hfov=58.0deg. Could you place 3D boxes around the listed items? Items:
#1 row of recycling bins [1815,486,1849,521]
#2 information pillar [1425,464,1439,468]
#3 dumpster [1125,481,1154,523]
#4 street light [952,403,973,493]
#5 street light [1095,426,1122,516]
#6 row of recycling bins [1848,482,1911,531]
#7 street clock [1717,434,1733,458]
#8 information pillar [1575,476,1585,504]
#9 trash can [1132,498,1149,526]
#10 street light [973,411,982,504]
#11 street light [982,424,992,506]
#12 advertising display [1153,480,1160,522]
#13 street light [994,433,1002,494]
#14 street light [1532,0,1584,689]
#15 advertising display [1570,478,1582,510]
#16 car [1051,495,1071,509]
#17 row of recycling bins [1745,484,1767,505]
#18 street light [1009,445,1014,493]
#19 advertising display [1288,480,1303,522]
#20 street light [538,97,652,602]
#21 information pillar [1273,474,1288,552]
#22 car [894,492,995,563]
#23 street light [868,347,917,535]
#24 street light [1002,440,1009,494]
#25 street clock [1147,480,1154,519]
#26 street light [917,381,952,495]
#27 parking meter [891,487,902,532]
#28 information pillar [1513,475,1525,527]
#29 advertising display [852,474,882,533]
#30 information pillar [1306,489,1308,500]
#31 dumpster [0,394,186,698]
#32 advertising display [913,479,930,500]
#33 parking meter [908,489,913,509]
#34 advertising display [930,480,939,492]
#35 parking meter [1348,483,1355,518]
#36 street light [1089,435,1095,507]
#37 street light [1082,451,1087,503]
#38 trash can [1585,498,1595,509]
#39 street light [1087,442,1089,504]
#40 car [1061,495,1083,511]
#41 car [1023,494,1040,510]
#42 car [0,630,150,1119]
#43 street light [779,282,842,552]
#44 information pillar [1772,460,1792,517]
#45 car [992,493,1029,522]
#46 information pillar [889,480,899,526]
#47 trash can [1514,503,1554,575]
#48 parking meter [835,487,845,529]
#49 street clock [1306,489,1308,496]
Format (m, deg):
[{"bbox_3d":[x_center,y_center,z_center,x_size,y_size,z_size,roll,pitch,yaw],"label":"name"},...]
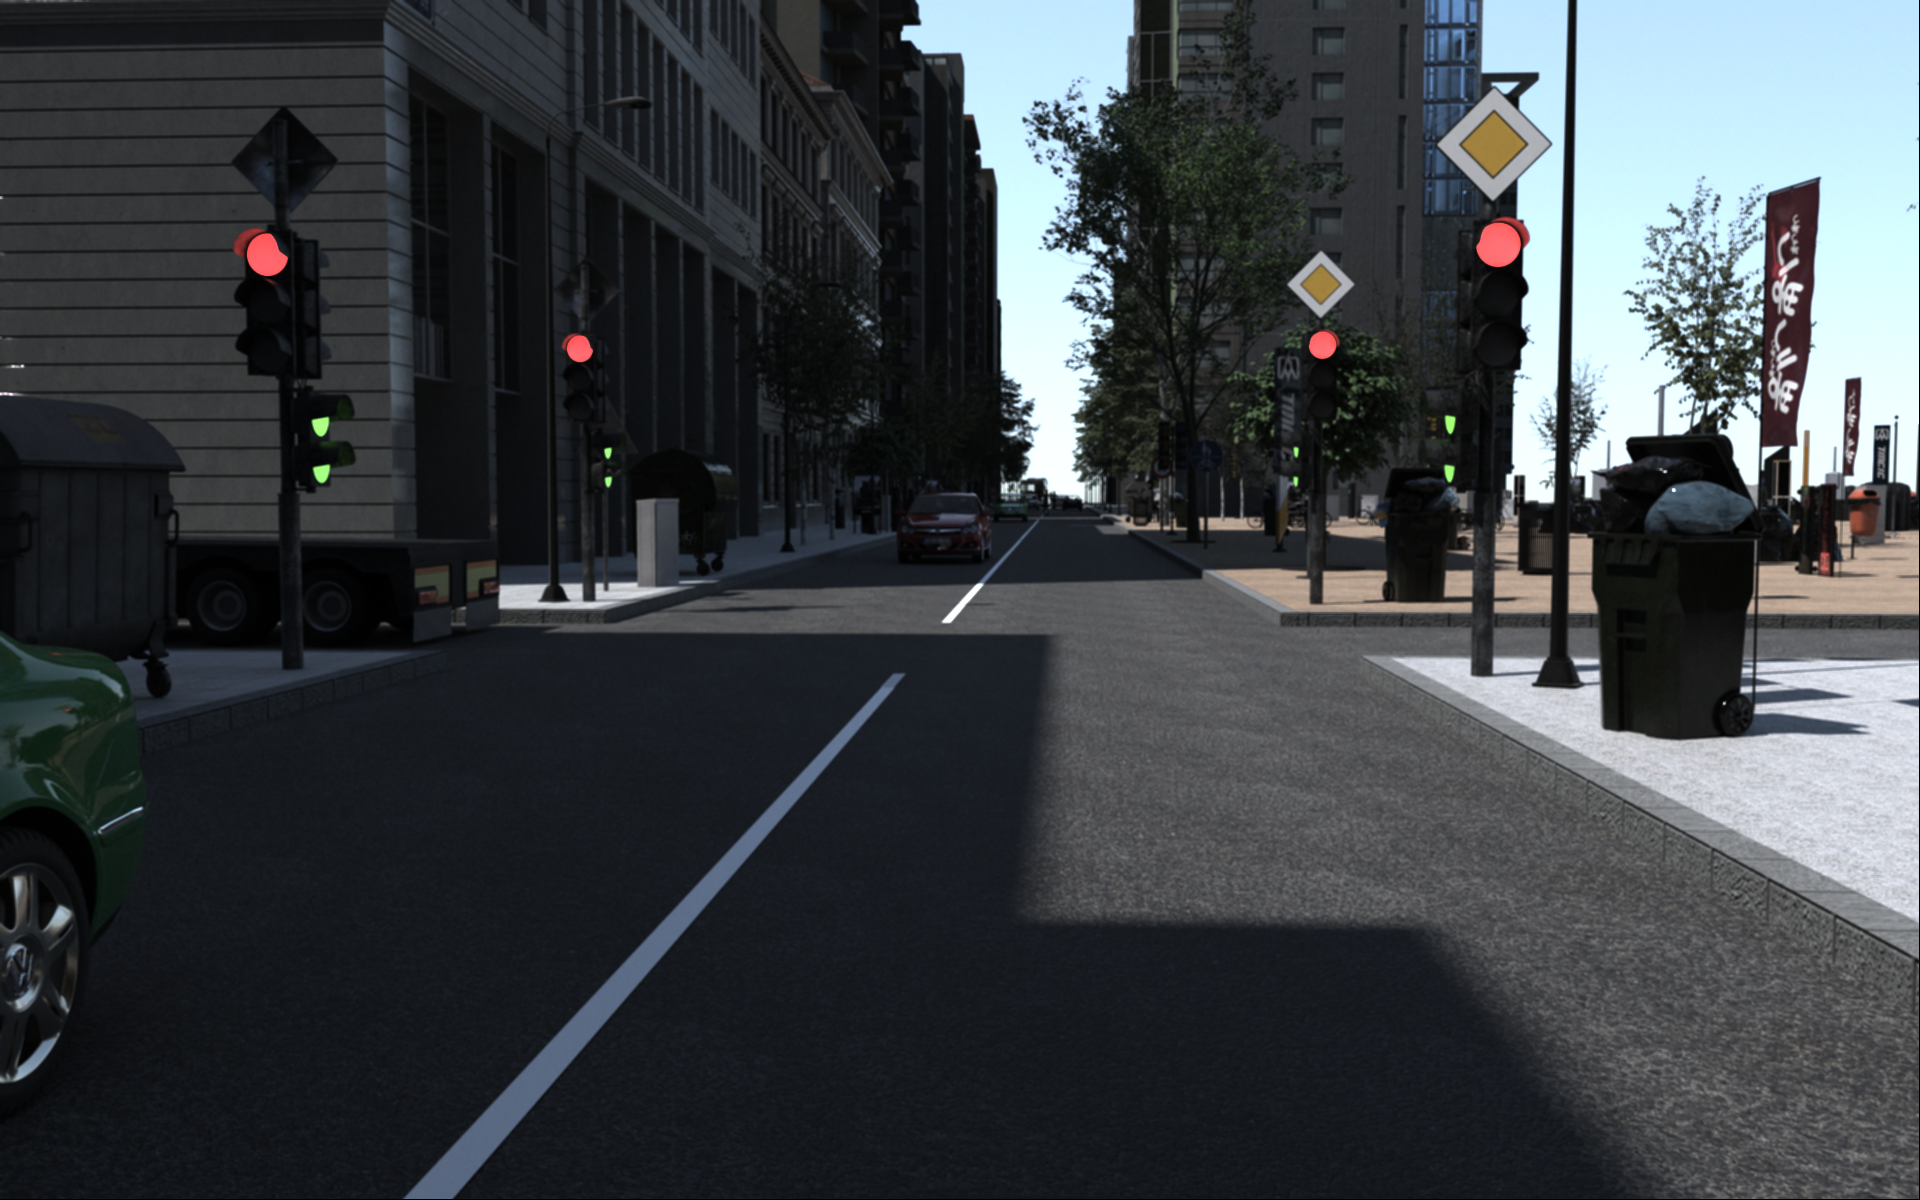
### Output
[{"bbox_3d":[42.338,-4.686,83.723,1.069,1.692,3.534,0,4,-2],"label":"row of recycling bins"},{"bbox_3d":[10.578,-2.096,38.767,0.304,2.012,0.304,0,4,5],"label":"information pillar"},{"bbox_3d":[8.121,-4.444,78.411,1.264,1.857,1.865,0,4,3],"label":"dumpster"},{"bbox_3d":[-0.248,-7.090,88.469,1.470,5.913,1.316,0,4,3],"label":"street light"},{"bbox_3d":[8.924,-7.974,102.915,1.470,5.913,1.316,0,4,3],"label":"street light"},{"bbox_3d":[32.206,-3.251,60.274,3.534,1.692,1.069,-3,5,-45],"label":"row of recycling bins"},{"bbox_3d":[9.084,-1.002,20.947,0.358,2.002,0.471,-1,4,-13],"label":"street clock"},{"bbox_3d":[24.745,-3.955,69.157,0.304,2.012,0.304,0,4,-6],"label":"information pillar"},{"bbox_3d":[7.270,-3.546,69.635,0.748,1.137,0.748,0,3,0],"label":"trash can"},{"bbox_3d":[0.319,-7.644,97.527,1.470,5.913,1.316,0,4,3],"label":"street light"},{"bbox_3d":[1.162,-8.670,114.290,1.470,5.913,1.316,0,4,3],"label":"street light"},{"bbox_3d":[9.207,-4.551,79.629,0.123,1.923,0.974,-2,4,-30],"label":"advertising display"},{"bbox_3d":[2.220,-9.694,131.041,1.470,5.913,1.316,0,4,3],"label":"street light"},{"bbox_3d":[3.462,-2.380,11.447,1.470,5.913,1.316,0,4,3],"label":"street light"},{"bbox_3d":[24.069,-3.860,68.325,0.974,1.923,0.123,-1,4,-18],"label":"advertising display"},{"bbox_3d":[9.860,-9.518,167.985,2.083,1.381,4.827,0,4,3],"label":"car"},{"bbox_3d":[33.093,-4.065,73.577,3.534,1.692,1.069,-3,4,-38],"label":"row of recycling bins"},{"bbox_3d":[4.261,-11.749,164.638,1.470,5.913,1.316,0,4,3],"label":"street light"},{"bbox_3d":[15.479,-4.616,80.685,0.974,1.923,0.123,1,4,22],"label":"advertising display"},{"bbox_3d":[-4.304,-2.931,20.460,1.470,5.913,1.316,0,4,3],"label":"street light"},{"bbox_3d":[7.132,-2.874,38.345,0.183,3.616,0.504,2,4,33],"label":"information pillar"},{"bbox_3d":[-0.303,-1.726,37.261,2.155,1.783,4.494,0,4,4],"label":"car"},{"bbox_3d":[-2.235,-5.034,54.850,1.470,5.913,1.316,0,4,3],"label":"street light"},{"bbox_3d":[3.193,-10.719,147.796,1.470,5.913,1.316,0,4,3],"label":"street light"},{"bbox_3d":[9.734,-5.127,88.394,0.471,2.002,0.358,2,4,25],"label":"street clock"},{"bbox_3d":[-1.225,-6.059,71.603,1.470,5.913,1.316,0,4,3],"label":"street light"},{"bbox_3d":[-2.167,-3.109,59.236,0.372,1.533,0.369,0,3,0],"label":"parking meter"},{"bbox_3d":[21.521,-3.802,66.658,0.304,2.012,0.304,-1,4,-20],"label":"information pillar"},{"bbox_3d":[-3.039,-3.152,56.742,0.974,1.923,0.123,0,4,8],"label":"advertising display"},{"bbox_3d":[18.233,-6.036,90.036,0.504,3.616,0.183,-1,4,-15],"label":"information pillar"},{"bbox_3d":[-5.595,-0.271,10.194,1.264,1.857,1.865,0,4,3],"label":"dumpster"},{"bbox_3d":[-1.751,-4.342,76.210,0.123,1.923,0.974,-3,4,-37],"label":"advertising display"},{"bbox_3d":[-2.356,-4.646,84.380,0.372,1.533,0.369,0,3,0],"label":"parking meter"},{"bbox_3d":[-1.416,-4.403,77.199,0.974,1.923,0.123,1,4,9],"label":"advertising display"},{"bbox_3d":[20.703,-5.250,91.549,0.255,1.863,0.399,-1,4,-9],"label":"parking meter"},{"bbox_3d":[9.879,-9.013,119.909,1.470,5.913,1.316,0,4,3],"label":"street light"},{"bbox_3d":[11.823,-11.085,153.779,1.470,5.913,1.316,0,4,3],"label":"street light"},{"bbox_3d":[25.538,-3.603,70.558,0.748,1.137,0.748,0,3,0],"label":"trash can"},{"bbox_3d":[10.991,-10.059,137.000,1.470,5.913,1.316,0,4,3],"label":"street light"},{"bbox_3d":[9.818,-8.494,151.458,1.945,1.354,3.894,0,4,3],"label":"car"},{"bbox_3d":[6.166,-8.722,154.604,2.014,1.417,4.499,0,4,2],"label":"car"},{"bbox_3d":[-3.081,0.377,2.638,1.959,1.807,4.718,0,4,2],"label":"car"},{"bbox_3d":[-3.273,-4.010,38.098,1.470,5.913,1.316,0,4,3],"label":"street light"},{"bbox_3d":[17.907,-2.035,37.765,0.304,2.012,0.304,1,4,12],"label":"information pillar"},{"bbox_3d":[2.635,-4.977,90.165,1.959,1.807,4.718,0,4,3],"label":"car"},{"bbox_3d":[-2.668,-3.996,69.819,0.304,2.012,0.304,3,4,37],"label":"information pillar"},{"bbox_3d":[9.197,-0.972,27.541,0.748,1.137,0.748,0,3,0],"label":"trash can"},{"bbox_3d":[-4.448,-3.405,64.088,0.372,1.533,0.369,0,3,0],"label":"parking meter"},{"bbox_3d":[16.646,-4.770,82.567,0.358,2.002,0.471,1,4,20],"label":"street clock"}]
